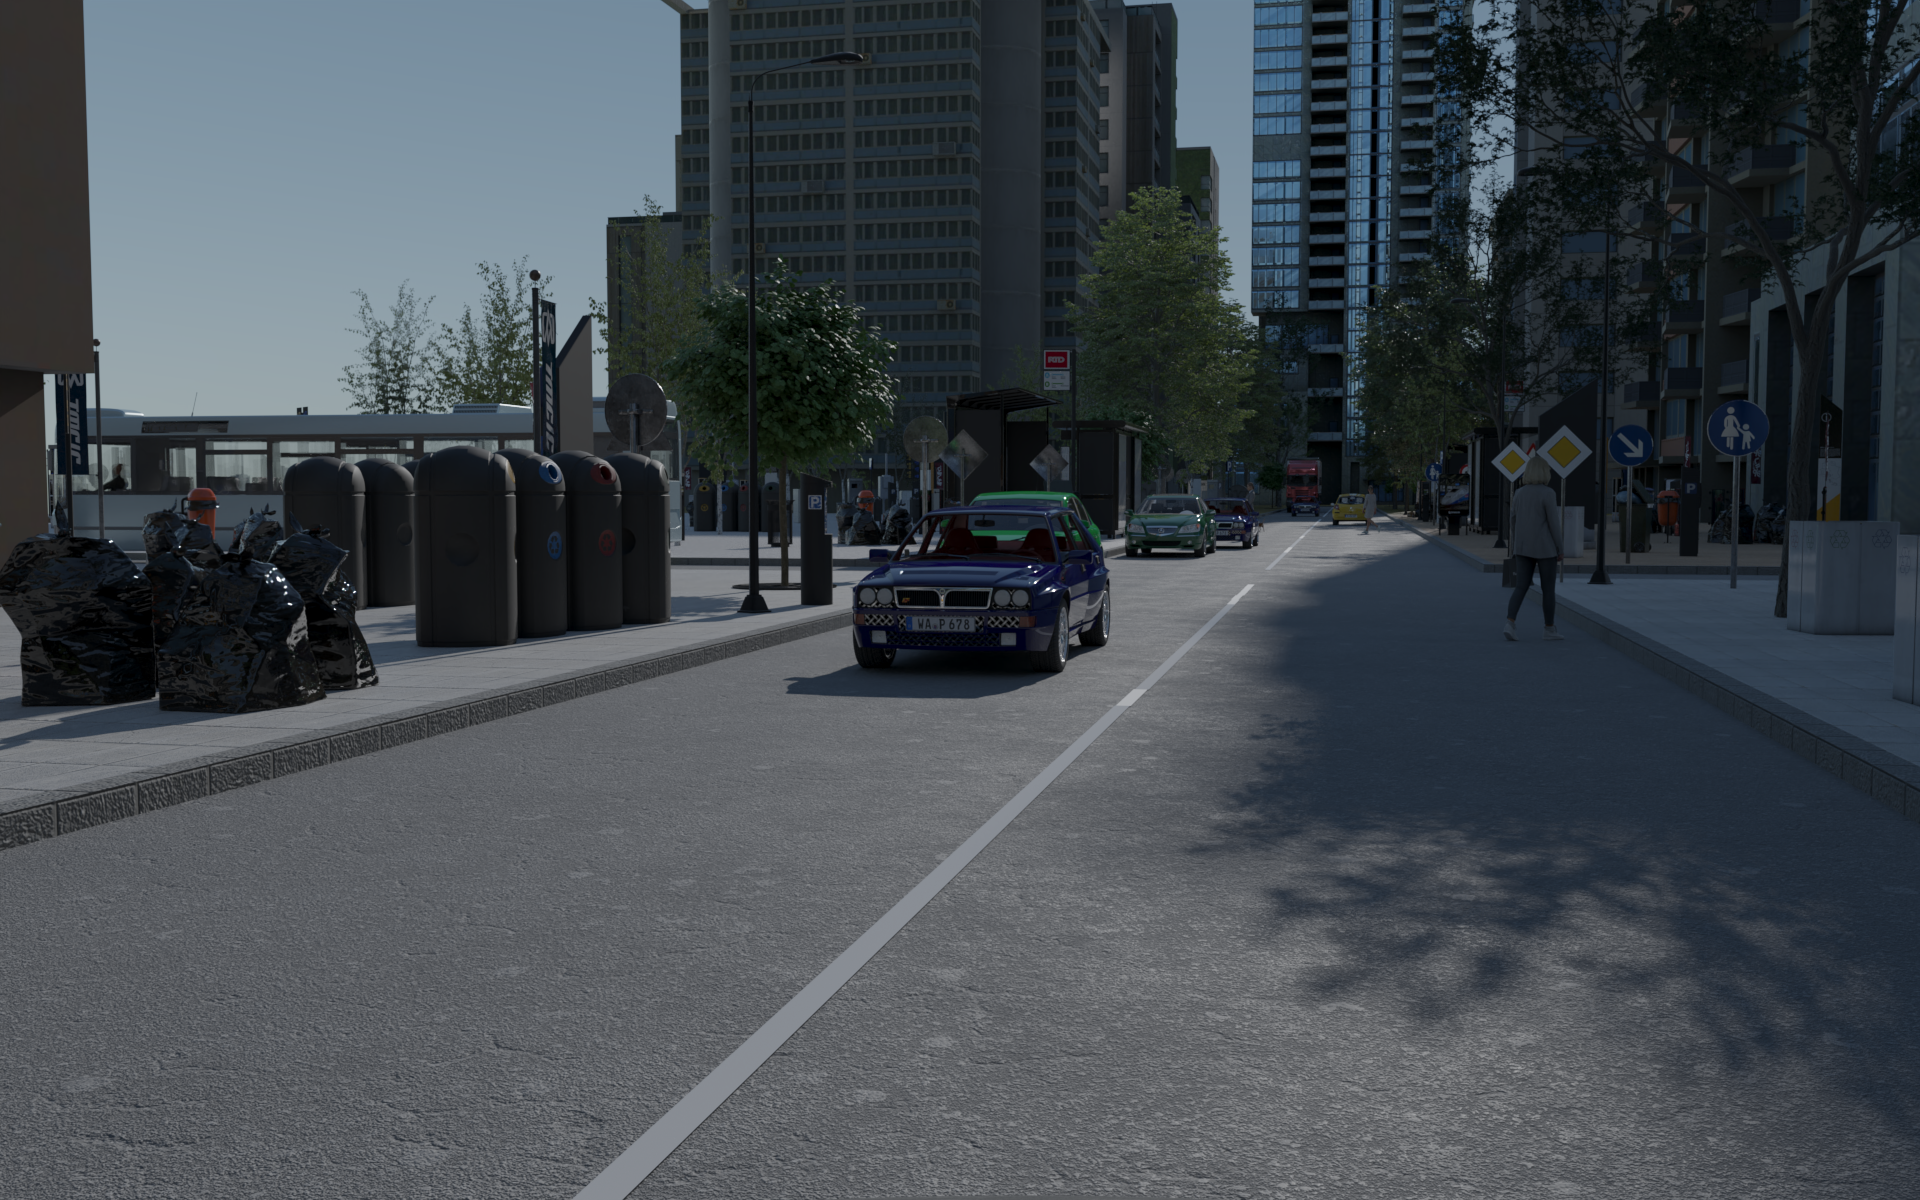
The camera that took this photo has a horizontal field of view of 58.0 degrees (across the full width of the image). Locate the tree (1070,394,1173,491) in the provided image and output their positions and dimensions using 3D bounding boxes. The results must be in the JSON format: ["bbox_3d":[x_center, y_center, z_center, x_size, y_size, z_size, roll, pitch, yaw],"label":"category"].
[{"bbox_3d":[5.245,-4.467,56.742,4.285,4.588,4.351,0,3,0],"label":"tree"}]

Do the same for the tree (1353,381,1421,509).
[{"bbox_3d":[36.861,-13.874,144.964,7.486,12.596,7.792,0,3,0],"label":"tree"}]

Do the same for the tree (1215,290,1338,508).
[{"bbox_3d":[29.338,-18.814,163.491,12.611,20.169,13.585,0,3,0],"label":"tree"}]

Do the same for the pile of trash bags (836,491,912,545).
[{"bbox_3d":[-2.276,-2.147,44.858,1.912,1.369,3.447,-1,4,-11],"label":"pile of trash bags"}]

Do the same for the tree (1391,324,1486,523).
[{"bbox_3d":[20.924,-7.659,75.594,4.737,8.622,4.395,0,3,0],"label":"tree"}]

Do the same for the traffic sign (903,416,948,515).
[{"bbox_3d":[-0.571,-1.719,28.208,0.768,2.556,0.104,1,4,17],"label":"traffic sign"}]

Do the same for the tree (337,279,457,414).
[{"bbox_3d":[-19.580,-6.700,59.902,4.360,8.622,3.978,0,3,0],"label":"tree"}]

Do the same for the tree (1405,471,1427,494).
[{"bbox_3d":[30.527,-7.369,115.088,1.663,3.219,1.824,0,3,0],"label":"tree"}]

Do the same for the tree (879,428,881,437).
[{"bbox_3d":[-5.825,-7.477,72.603,4.737,8.622,4.395,0,3,0],"label":"tree"}]

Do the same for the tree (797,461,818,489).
[{"bbox_3d":[-8.657,-8.101,82.815,4.360,8.622,3.978,0,3,0],"label":"tree"}]

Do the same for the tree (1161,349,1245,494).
[{"bbox_3d":[11.386,-8.158,83.738,4.737,8.622,4.395,0,3,0],"label":"tree"}]

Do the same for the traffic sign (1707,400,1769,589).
[{"bbox_3d":[10.514,-1.429,23.466,0.768,2.556,0.104,1,4,21],"label":"traffic sign"}]

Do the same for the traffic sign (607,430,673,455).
[{"bbox_3d":[-3.956,-1.306,21.353,0.884,2.594,0.081,1,4,15],"label":"traffic sign"}]

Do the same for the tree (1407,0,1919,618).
[{"bbox_3d":[8.454,-5.077,17.419,8.767,10.594,7.601,2,4,27],"label":"tree"}]

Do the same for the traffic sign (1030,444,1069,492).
[{"bbox_3d":[1.785,-1.906,34.798,0.795,2.450,0.064,1,4,13],"label":"traffic sign"}]

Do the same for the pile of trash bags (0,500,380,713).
[{"bbox_3d":[-5.526,-0.096,11.317,3.447,1.369,1.912,1,4,17],"label":"pile of trash bags"}]

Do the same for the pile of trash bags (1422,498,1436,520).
[{"bbox_3d":[24.375,-4.741,87.275,1.912,1.369,3.447,2,4,25],"label":"pile of trash bags"}]

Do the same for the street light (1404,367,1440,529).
[{"bbox_3d":[17.090,-5.543,63.170,1.470,5.913,1.316,1,4,13],"label":"street light"}]

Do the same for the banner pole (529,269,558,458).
[{"bbox_3d":[-4.707,-1.812,19.644,0.401,3.779,0.863,0,4,8],"label":"banner pole"}]

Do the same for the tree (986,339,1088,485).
[{"bbox_3d":[2.888,-8.073,82.361,4.737,8.622,4.395,0,3,0],"label":"tree"}]

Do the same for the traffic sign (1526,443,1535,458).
[{"bbox_3d":[14.596,-2.702,44.174,0.884,2.594,0.081,1,4,19],"label":"traffic sign"}]

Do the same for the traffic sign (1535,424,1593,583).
[{"bbox_3d":[8.717,-1.309,25.051,0.795,2.450,0.064,1,4,13],"label":"traffic sign"}]

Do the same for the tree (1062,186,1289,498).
[{"bbox_3d":[7.148,-8.966,64.726,7.486,12.596,7.792,0,3,0],"label":"tree"}]

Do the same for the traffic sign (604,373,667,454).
[{"bbox_3d":[-3.443,-1.114,18.320,0.768,2.556,0.104,1,4,22],"label":"traffic sign"}]

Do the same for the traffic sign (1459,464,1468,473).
[{"bbox_3d":[21.399,-4.451,72.881,0.768,2.556,0.104,1,4,19],"label":"traffic sign"}]

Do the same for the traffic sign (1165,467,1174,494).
[{"bbox_3d":[8.789,-4.542,74.359,0.768,2.556,0.104,1,4,20],"label":"traffic sign"}]

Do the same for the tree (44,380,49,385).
[{"bbox_3d":[-24.618,-5.671,43.077,4.737,8.622,4.395,0,3,0],"label":"tree"}]

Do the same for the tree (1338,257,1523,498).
[{"bbox_3d":[24.774,-11.272,90.953,9.857,13.997,8.962,0,3,0],"label":"tree"}]

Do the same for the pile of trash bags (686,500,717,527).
[{"bbox_3d":[-10.264,-3.611,68.790,3.447,1.369,1.912,2,4,30],"label":"pile of trash bags"}]

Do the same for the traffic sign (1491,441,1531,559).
[{"bbox_3d":[10.461,-1.786,32.844,0.795,2.450,0.064,1,4,13],"label":"traffic sign"}]

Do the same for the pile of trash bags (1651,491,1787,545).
[{"bbox_3d":[19.896,-2.154,44.963,3.447,1.369,1.912,1,4,20],"label":"pile of trash bags"}]

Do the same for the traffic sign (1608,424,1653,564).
[{"bbox_3d":[12.299,-1.939,31.814,0.768,2.556,0.104,1,4,22],"label":"traffic sign"}]

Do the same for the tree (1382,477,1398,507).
[{"bbox_3d":[42.252,-10.770,170.696,1.663,3.219,1.824,0,3,0],"label":"tree"}]

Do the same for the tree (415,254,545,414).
[{"bbox_3d":[-14.224,-6.292,53.242,4.737,8.622,4.395,0,3,0],"label":"tree"}]

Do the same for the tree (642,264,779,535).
[{"bbox_3d":[-7.839,-6.375,54.590,4.360,8.622,3.978,0,3,0],"label":"tree"}]

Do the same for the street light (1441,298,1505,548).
[{"bbox_3d":[12.316,-4.194,41.116,1.470,5.913,1.316,1,4,13],"label":"street light"}]

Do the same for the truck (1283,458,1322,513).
[{"bbox_3d":[26.879,-8.954,135.315,2.839,4.237,11.283,1,4,13],"label":"truck"}]

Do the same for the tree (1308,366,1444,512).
[{"bbox_3d":[32.813,-12.340,127.506,9.928,11.665,9.643,0,3,0],"label":"tree"}]

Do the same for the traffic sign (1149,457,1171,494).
[{"bbox_3d":[6.835,-3.617,59.251,0.768,2.556,0.104,1,4,18],"label":"traffic sign"}]

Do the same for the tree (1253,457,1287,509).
[{"bbox_3d":[27.408,-10.259,151.453,4.285,4.588,4.351,0,3,0],"label":"tree"}]

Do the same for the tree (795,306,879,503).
[{"bbox_3d":[-6.171,-6.969,64.301,4.737,8.622,4.395,0,3,0],"label":"tree"}]

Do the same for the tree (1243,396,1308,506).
[{"bbox_3d":[32.981,-15.495,179.090,9.928,11.665,9.643,0,3,0],"label":"tree"}]

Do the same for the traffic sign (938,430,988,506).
[{"bbox_3d":[0.041,-1.429,27.005,0.795,2.450,0.064,1,4,13],"label":"traffic sign"}]

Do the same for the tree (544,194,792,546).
[{"bbox_3d":[-7.020,-5.635,42.497,4.737,8.622,4.395,0,3,0],"label":"tree"}]

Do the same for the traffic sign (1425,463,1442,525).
[{"bbox_3d":[19.356,-4.315,70.651,0.768,2.556,0.104,1,4,13],"label":"traffic sign"}]

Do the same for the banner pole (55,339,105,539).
[{"bbox_3d":[-14.083,-2.314,27.843,0.863,3.779,0.401,-3,5,-39],"label":"banner pole"}]

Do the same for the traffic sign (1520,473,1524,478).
[{"bbox_3d":[20.044,-3.829,62.714,0.768,2.556,0.104,1,4,22],"label":"traffic sign"}]

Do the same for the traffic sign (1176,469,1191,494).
[{"bbox_3d":[11.209,-5.322,87.116,0.768,2.556,0.104,1,4,18],"label":"traffic sign"}]

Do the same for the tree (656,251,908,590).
[{"bbox_3d":[-2.441,-2.448,23.732,4.285,4.588,4.351,0,3,0],"label":"tree"}]

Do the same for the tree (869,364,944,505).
[{"bbox_3d":[-3.336,-9.072,98.692,4.360,8.622,3.978,0,3,0],"label":"tree"}]

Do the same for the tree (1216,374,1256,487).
[{"bbox_3d":[19.504,-11.302,119.202,7.601,10.594,8.767,-2,4,-33],"label":"tree"}]
